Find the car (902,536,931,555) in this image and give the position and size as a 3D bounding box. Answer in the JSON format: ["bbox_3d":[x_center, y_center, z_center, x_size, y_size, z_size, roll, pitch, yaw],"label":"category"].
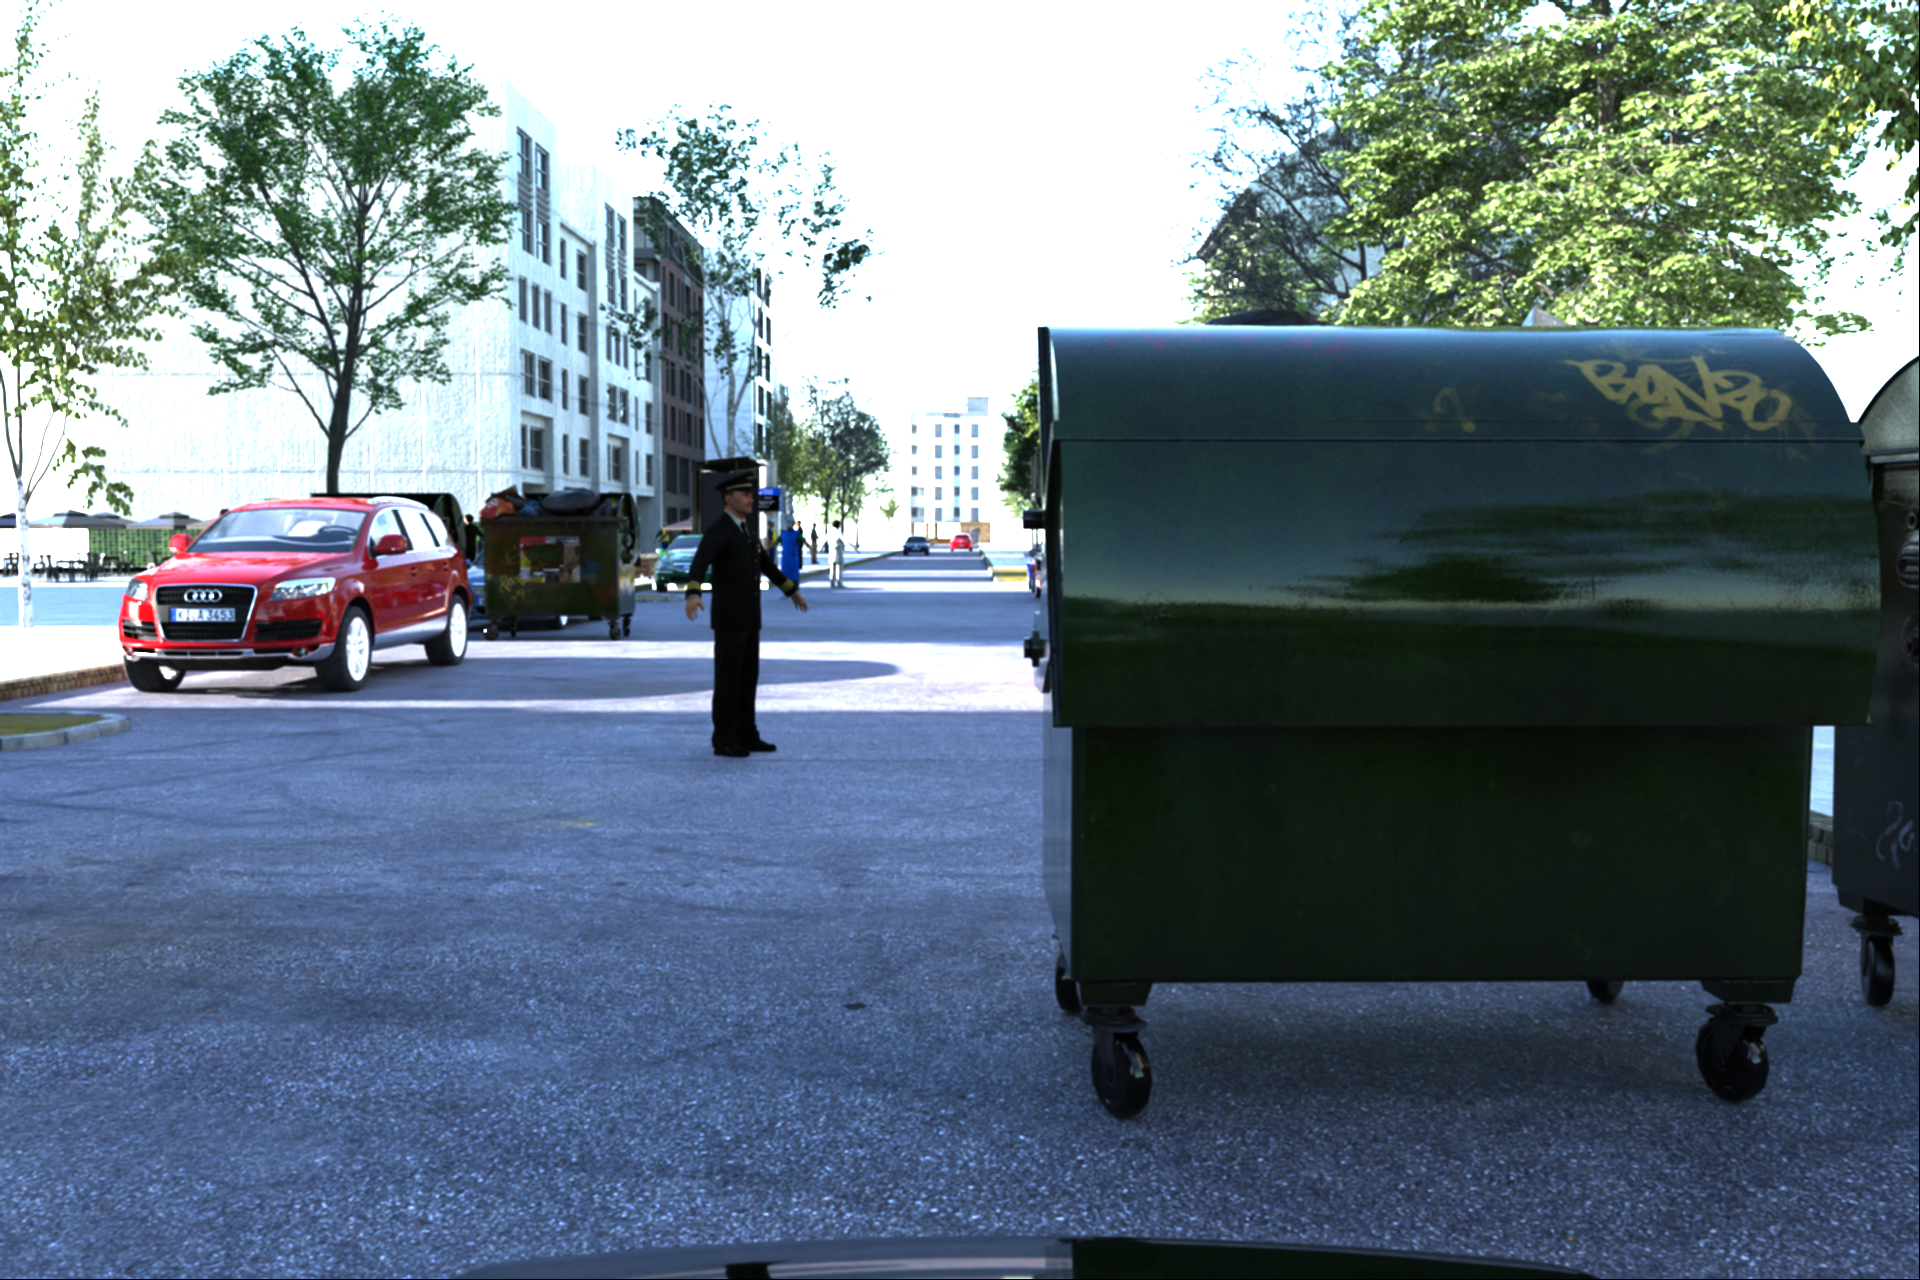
[{"bbox_3d":[-2.977,-6.459,118.192,1.945,1.354,3.894,0,4,0],"label":"car"}]

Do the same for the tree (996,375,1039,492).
[{"bbox_3d":[5.664,-11.040,106.258,9.928,11.665,9.643,0,3,0],"label":"tree"}]

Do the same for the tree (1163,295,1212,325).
[{"bbox_3d":[7.924,-6.287,53.154,4.360,8.622,3.978,0,3,0],"label":"tree"}]

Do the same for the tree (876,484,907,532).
[{"bbox_3d":[-9.200,-17.919,243.335,4.360,8.622,3.978,0,3,0],"label":"tree"}]

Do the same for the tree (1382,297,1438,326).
[{"bbox_3d":[13.601,-6.254,52.612,4.737,8.622,4.395,0,3,0],"label":"tree"}]

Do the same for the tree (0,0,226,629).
[{"bbox_3d":[-12.450,-4.457,23.228,4.737,8.622,4.395,0,3,0],"label":"tree"}]

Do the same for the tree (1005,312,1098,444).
[{"bbox_3d":[3.654,-6.599,58.250,4.737,8.622,4.395,0,3,0],"label":"tree"}]

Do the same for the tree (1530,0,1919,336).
[{"bbox_3d":[24.469,-12.183,55.083,12.611,20.169,13.585,0,3,0],"label":"tree"}]

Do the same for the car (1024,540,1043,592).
[{"bbox_3d":[2.612,-1.912,43.842,1.945,1.354,3.894,0,3,0],"label":"car"}]

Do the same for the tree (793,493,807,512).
[{"bbox_3d":[-24.773,-19.388,242.753,9.928,11.665,9.643,0,3,0],"label":"tree"}]

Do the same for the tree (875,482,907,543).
[{"bbox_3d":[-9.475,-17.474,236.066,4.737,8.622,4.395,0,3,0],"label":"tree"}]

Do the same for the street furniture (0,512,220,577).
[{"bbox_3d":[-27.078,-3.168,56.821,27.439,1.986,14.083,-1,4,-9],"label":"street furniture"}]

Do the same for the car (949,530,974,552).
[{"bbox_3d":[0.122,-8.208,143.245,2.155,1.783,4.494,0,3,0],"label":"car"}]

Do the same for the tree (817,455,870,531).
[{"bbox_3d":[-15.877,-19.529,237.419,7.486,12.596,7.792,0,3,0],"label":"tree"}]

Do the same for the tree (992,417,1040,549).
[{"bbox_3d":[6.496,-14.065,148.089,7.486,12.596,7.792,0,3,0],"label":"tree"}]

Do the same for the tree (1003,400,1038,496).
[{"bbox_3d":[6.514,-11.801,118.697,9.928,11.665,9.643,0,3,0],"label":"tree"}]

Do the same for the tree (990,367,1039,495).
[{"bbox_3d":[5.586,-9.357,87.391,7.601,10.594,8.767,2,4,26],"label":"tree"}]

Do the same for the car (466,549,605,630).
[{"bbox_3d":[-6.785,-0.946,27.475,2.014,1.417,4.499,0,4,1],"label":"car"}]

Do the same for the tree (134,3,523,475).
[{"bbox_3d":[-12.378,-6.641,34.333,9.928,11.665,9.643,0,3,0],"label":"tree"}]

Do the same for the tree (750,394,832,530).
[{"bbox_3d":[-9.470,-8.670,92.121,4.360,8.622,3.978,0,3,0],"label":"tree"}]

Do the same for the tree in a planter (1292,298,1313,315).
[{"bbox_3d":[2.644,-0.976,13.186,1.991,3.239,1.994,0,4,1],"label":"tree in a planter"}]

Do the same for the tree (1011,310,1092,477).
[{"bbox_3d":[5.646,-8.471,72.915,7.601,10.594,8.767,0,4,1],"label":"tree"}]

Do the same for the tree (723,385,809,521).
[{"bbox_3d":[-9.024,-8.243,85.135,4.360,8.622,3.978,0,3,0],"label":"tree"}]

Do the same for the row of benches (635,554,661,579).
[{"bbox_3d":[-9.131,-2.181,51.118,1.422,0.672,4.104,0,4,-1],"label":"row of benches"}]

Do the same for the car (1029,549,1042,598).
[{"bbox_3d":[2.594,-1.756,37.753,2.155,1.783,4.494,0,4,-1],"label":"car"}]

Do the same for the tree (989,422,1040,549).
[{"bbox_3d":[5.990,-11.975,130.206,8.767,10.594,7.601,2,4,30],"label":"tree"}]

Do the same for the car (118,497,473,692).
[{"bbox_3d":[-6.484,-0.536,17.429,2.281,1.827,5.304,0,4,0],"label":"car"}]

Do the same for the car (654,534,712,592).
[{"bbox_3d":[-6.633,-2.001,44.519,2.131,1.459,4.920,0,4,0],"label":"car"}]

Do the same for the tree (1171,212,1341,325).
[{"bbox_3d":[10.640,-8.809,62.156,7.486,12.596,7.792,0,3,0],"label":"tree"}]

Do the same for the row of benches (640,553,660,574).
[{"bbox_3d":[-10.012,-2.440,55.359,1.422,0.672,4.104,0,3,0],"label":"row of benches"}]

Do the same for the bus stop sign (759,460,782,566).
[{"bbox_3d":[-6.822,-4.454,61.846,0.837,3.901,0.837,0,4,2],"label":"bus stop sign"}]
